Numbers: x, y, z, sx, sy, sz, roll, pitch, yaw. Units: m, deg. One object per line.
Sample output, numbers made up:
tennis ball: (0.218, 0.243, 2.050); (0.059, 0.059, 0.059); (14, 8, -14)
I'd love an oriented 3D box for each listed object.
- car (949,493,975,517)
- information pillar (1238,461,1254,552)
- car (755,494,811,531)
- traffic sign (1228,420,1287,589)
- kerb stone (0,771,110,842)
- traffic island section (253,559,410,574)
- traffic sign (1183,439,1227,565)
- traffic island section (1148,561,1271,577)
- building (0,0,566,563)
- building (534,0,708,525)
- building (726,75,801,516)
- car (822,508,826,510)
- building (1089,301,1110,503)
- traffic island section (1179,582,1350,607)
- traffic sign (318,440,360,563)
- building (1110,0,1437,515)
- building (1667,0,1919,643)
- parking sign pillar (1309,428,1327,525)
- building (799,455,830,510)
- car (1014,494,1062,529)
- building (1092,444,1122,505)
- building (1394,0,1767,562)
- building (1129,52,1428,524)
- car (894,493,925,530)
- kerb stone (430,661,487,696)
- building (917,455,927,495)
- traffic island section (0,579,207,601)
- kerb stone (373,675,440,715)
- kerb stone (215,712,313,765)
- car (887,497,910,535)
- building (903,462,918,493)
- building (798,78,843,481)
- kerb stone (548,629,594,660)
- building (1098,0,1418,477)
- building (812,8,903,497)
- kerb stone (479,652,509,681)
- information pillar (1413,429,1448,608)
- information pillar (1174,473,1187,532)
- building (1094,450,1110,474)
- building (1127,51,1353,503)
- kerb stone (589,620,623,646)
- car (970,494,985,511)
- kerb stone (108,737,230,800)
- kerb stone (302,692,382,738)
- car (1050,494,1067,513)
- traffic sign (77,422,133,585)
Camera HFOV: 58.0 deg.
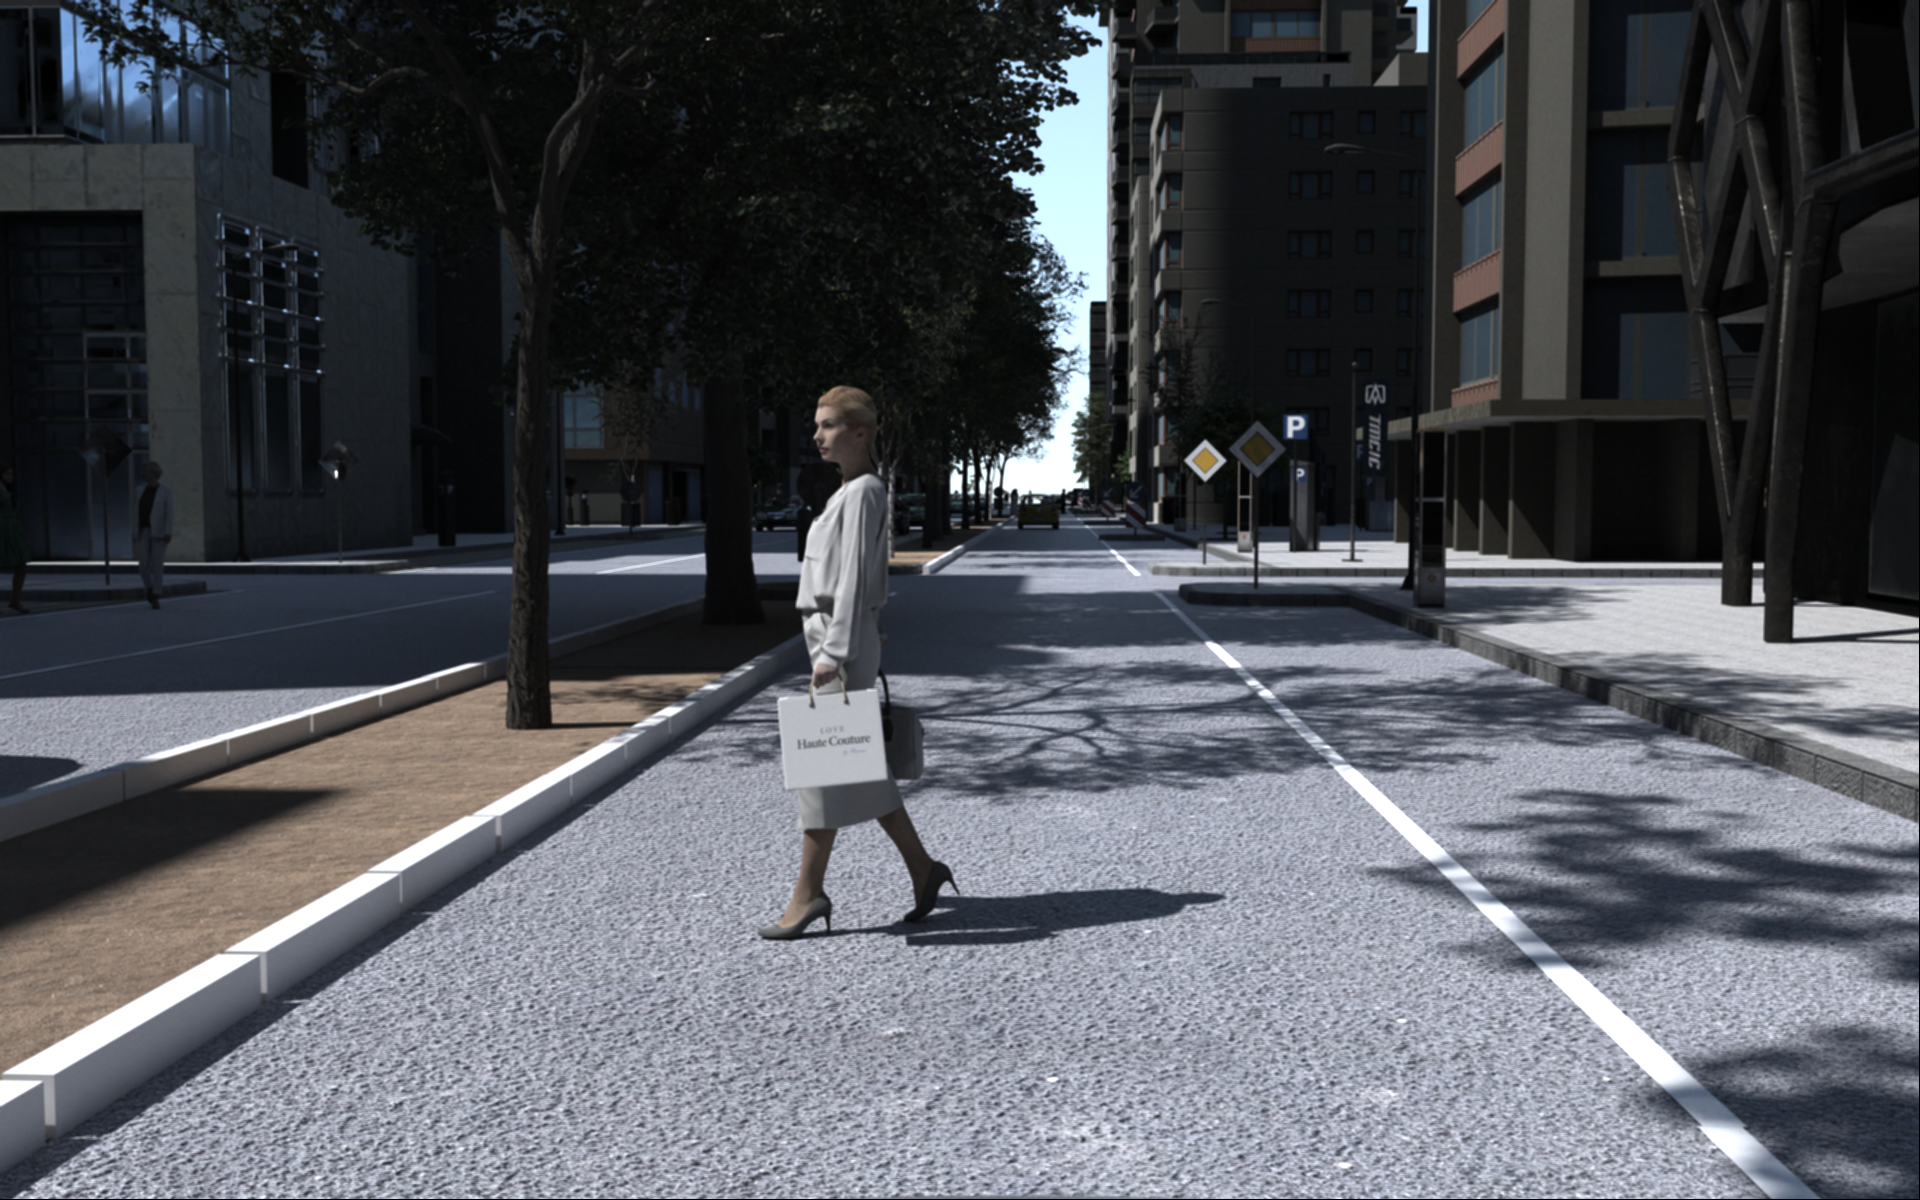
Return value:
car: (-0.018, -6.215, 110.403); (1.959, 1.807, 4.718); (0, 4, 3)
information pillar: (6.297, -2.059, 38.157); (0.304, 2.012, 0.304); (1, 4, 19)
car: (-6.887, -3.439, 68.020); (2.131, 1.459, 4.920); (0, 4, 2)
traffic sign: (4.018, -1.212, 23.464); (0.795, 2.450, 0.064); (0, 4, 3)
kerb stone: (-3.963, 0.897, 7.528); (0.120, 0.150, 1.000); (0, 4, 3)
traffic island section: (-11.601, -0.617, 32.373); (2.009, 0.180, 2.903); (0, 4, 3)
traffic sign: (4.443, -1.700, 31.438); (0.795, 2.450, 0.064); (0, 4, 3)
traffic island section: (4.467, -0.565, 31.514); (2.009, 0.180, 2.903); (0, 4, 3)
building: (-24.357, -44.827, 45.598); (22.319, 86.520, 31.000); (0, 4, 3)
building: (-19.241, -26.120, 77.169); (14.600, 45.320, 14.200); (0, 4, 3)
building: (-17.194, -20.081, 100.025); (14.160, 30.474, 14.107); (0, 4, 3)
car: (-5.640, -4.396, 81.469); (1.945, 1.707, 3.694); (0, 4, 2)
building: (26.257, -29.758, 258.241); (14.160, 30.474, 14.107); (0, 4, 3)
traffic island section: (4.042, -0.077, 23.540); (2.009, 0.180, 2.903); (0, 4, 3)
traffic sign: (-11.577, -1.753, 32.310); (0.795, 2.450, 0.064); (0, 4, 3)
building: (23.347, -29.603, 138.627); (22.147, 44.769, 28.867); (0, 4, 3)
building: (15.010, -8.904, 13.036); (16.820, 18.784, 16.811); (0, 4, 3)
parking sign pillar: (14.720, -5.066, 71.307); (1.447, 3.967, 1.447); (2, 4, 25)
building: (-19.716, -41.535, 117.354); (20.563, 71.187, 20.611); (0, 4, 3)
car: (3.251, -3.797, 72.303); (2.015, 1.641, 3.980); (0, 4, 1)
building: (26.533, -47.119, 208.647); (20.563, 71.187, 20.611); (0, 4, 3)
building: (24.657, -23.588, 40.289); (28.867, 44.769, 22.147); (0, 4, 3)
building: (23.156, -14.850, 87.845); (27.650, 21.520, 28.899); (0, 4, 3)
car: (-2.040, -3.640, 68.315); (1.959, 1.807, 4.718); (0, 4, 2)
kerb stone: (-3.691, 0.585, 12.638); (0.120, 0.150, 1.000); (0, 4, 3)
building: (-11.038, -34.376, 212.150); (14.600, 45.320, 14.200); (0, 4, 3)
traffic island section: (-12.027, -0.130, 24.399); (2.009, 0.180, 2.903); (0, 4, 3)
kerb stone: (-3.744, 0.650, 11.618); (0.120, 0.150, 1.000); (0, 4, 3)
kerb stone: (-3.860, 0.772, 9.569); (0.120, 0.150, 1.000); (0, 4, 3)
car: (-2.726, -3.004, 61.701); (1.945, 1.354, 3.894); (0, 4, 2)
building: (-9.329, -34.949, 255.008); (14.154, 41.232, 14.086); (0, 4, 3)
building: (-24.584, -27.460, 140.850); (32.217, 40.220, 23.993); (0, 4, 3)
kerb stone: (-3.540, 0.399, 15.711); (0.120, 0.150, 1.000); (0, 4, 3)
building: (27.948, -35.315, 166.640); (28.713, 52.752, 27.495); (0, 4, 3)
building: (-16.922, -32.990, 163.084); (21.300, 48.544, 21.600); (0, 4, 3)
kerb stone: (-3.638, 0.525, 13.669); (0.120, 0.150, 1.000); (0, 4, 3)
information pillar: (5.329, -0.926, 19.626); (0.304, 2.012, 0.304); (0, 4, 4)
information pillar: (7.538, -3.347, 59.212); (0.304, 2.012, 0.304); (-2, 4, -32)
building: (29.719, -56.338, 233.803); (22.319, 86.520, 31.000); (0, 4, 3)
building: (18.380, -21.138, 117.309); (14.160, 30.474, 14.107); (0, 4, 3)
kerb stone: (-3.468, 0.334, 16.731); (0.120, 0.150, 1.000); (0, 4, 3)
car: (1.290, -7.183, 129.239); (2.131, 1.459, 4.920); (0, 4, 1)
kerb stone: (-3.913, 0.835, 8.549); (0.120, 0.150, 1.000); (0, 4, 3)
kerb stone: (-3.803, 0.709, 10.597); (0.120, 0.150, 1.000); (0, 4, 3)
car: (7.112, -7.411, 132.974); (2.131, 1.459, 4.920); (0, 4, 4)
traffic sign: (-12.003, -1.266, 24.336); (0.795, 2.450, 0.064); (0, 4, 3)
